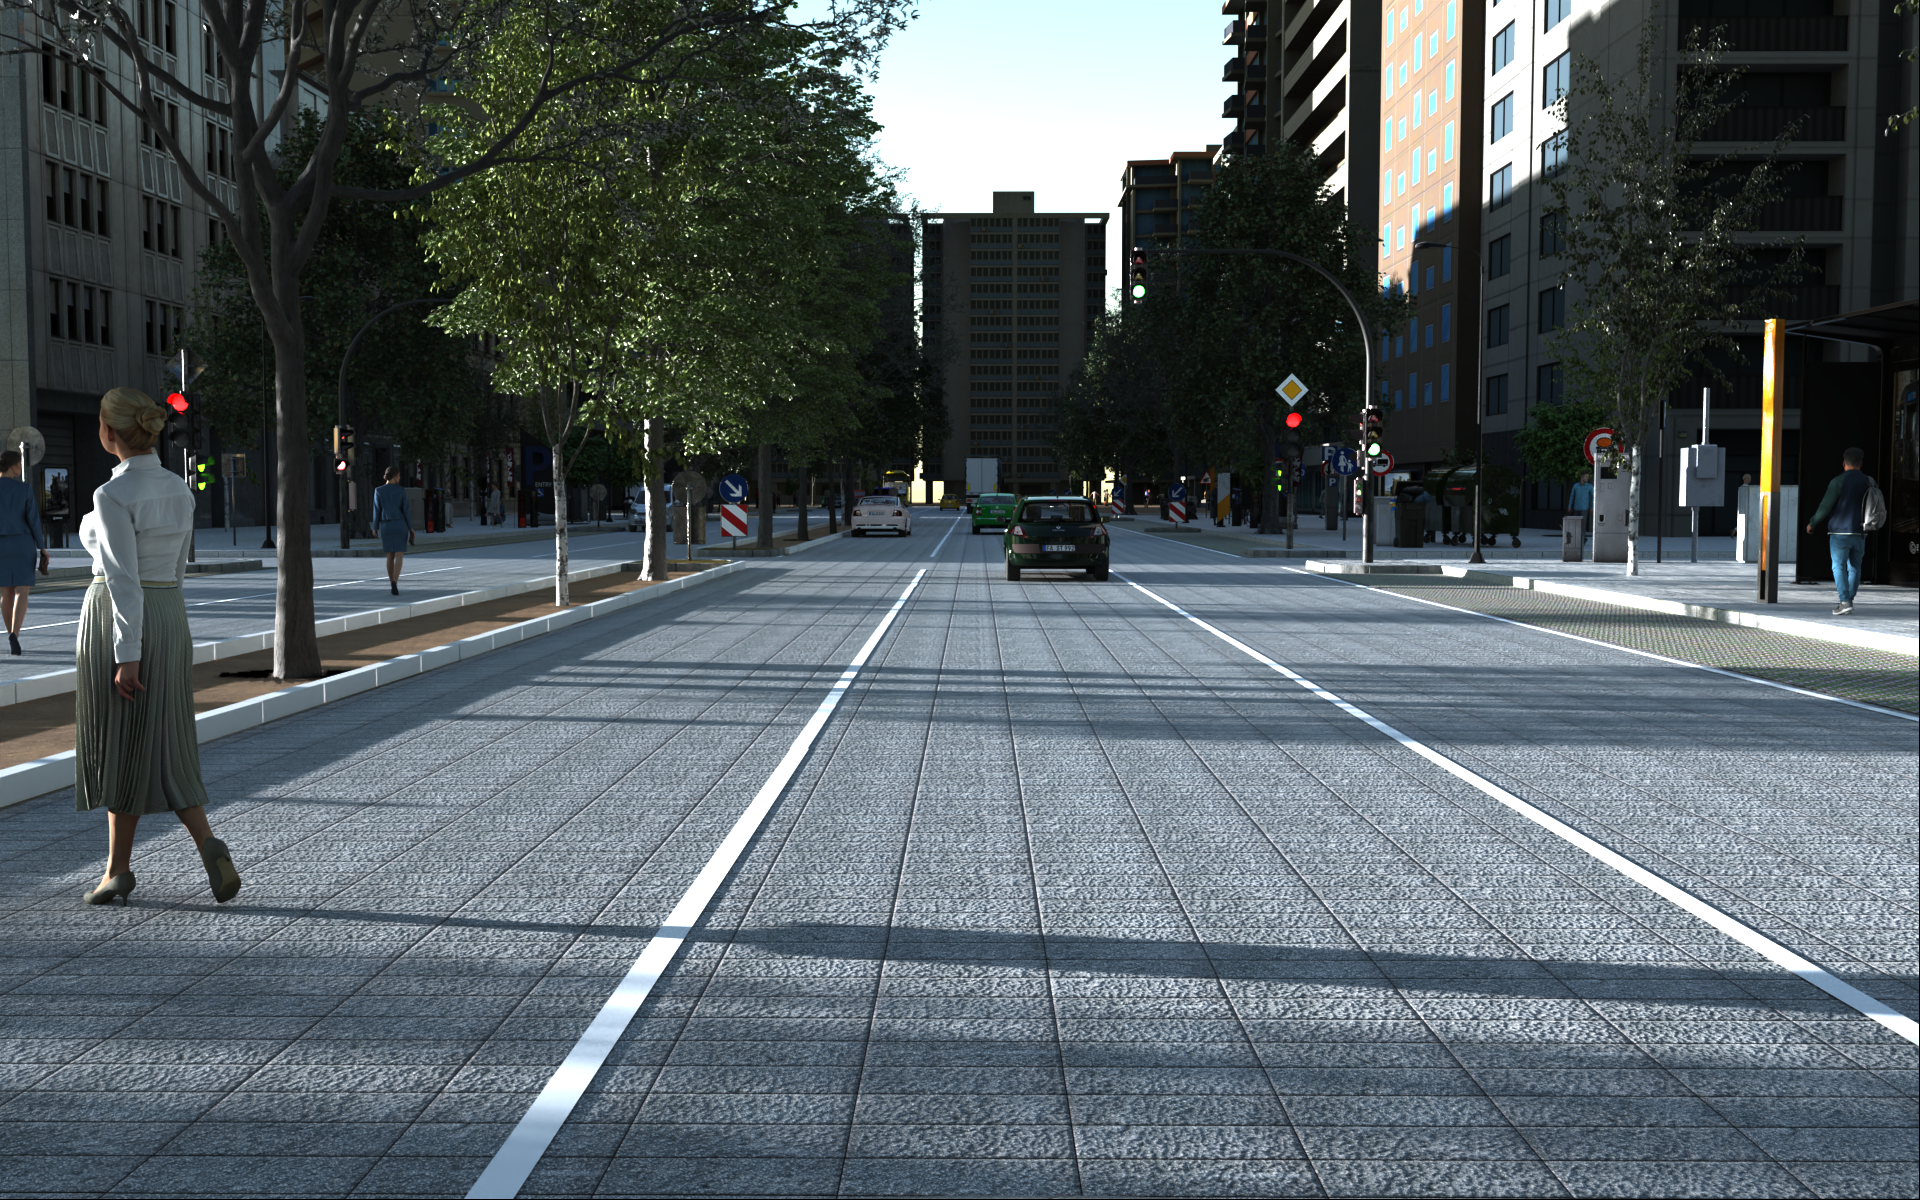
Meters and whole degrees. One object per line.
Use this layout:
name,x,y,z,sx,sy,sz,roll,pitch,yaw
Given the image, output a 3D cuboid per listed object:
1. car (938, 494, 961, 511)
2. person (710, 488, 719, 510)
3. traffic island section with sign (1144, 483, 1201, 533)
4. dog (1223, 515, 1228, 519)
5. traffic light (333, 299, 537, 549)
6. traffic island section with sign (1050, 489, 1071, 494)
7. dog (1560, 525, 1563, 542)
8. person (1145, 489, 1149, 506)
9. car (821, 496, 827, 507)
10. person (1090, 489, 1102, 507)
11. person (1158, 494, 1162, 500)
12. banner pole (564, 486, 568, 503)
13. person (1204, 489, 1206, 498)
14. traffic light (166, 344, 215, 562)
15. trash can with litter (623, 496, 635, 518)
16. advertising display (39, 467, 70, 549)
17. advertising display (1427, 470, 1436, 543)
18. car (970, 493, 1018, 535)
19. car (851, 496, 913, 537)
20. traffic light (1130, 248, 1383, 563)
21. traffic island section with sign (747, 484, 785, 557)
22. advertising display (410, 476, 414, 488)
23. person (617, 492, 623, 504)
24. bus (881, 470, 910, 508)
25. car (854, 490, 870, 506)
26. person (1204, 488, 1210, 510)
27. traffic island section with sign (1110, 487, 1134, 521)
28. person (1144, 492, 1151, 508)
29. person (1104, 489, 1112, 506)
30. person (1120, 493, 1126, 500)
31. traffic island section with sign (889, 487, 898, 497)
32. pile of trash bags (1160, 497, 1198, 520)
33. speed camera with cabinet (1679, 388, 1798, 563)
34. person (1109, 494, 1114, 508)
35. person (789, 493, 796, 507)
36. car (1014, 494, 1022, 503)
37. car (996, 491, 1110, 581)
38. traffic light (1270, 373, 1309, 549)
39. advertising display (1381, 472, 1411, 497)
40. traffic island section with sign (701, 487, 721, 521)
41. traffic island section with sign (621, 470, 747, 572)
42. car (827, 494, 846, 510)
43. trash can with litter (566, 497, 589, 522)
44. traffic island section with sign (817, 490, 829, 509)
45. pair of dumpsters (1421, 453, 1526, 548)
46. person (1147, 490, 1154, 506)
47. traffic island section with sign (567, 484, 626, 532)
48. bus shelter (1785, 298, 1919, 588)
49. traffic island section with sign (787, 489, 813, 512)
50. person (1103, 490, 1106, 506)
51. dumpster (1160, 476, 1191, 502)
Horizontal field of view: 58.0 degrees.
car,-0.899,-8.558,150.143,2.015,1.641,3.980,0,4,-1
person,-20.588,-8.413,143.684,1.350,1.814,0.705,3,4,37
traffic island section with sign,7.948,-3.447,64.988,1.989,1.847,2.006,0,4,1
dog,13.423,-4.562,88.961,0.800,0.831,0.513,2,4,30
traffic light,-12.297,-4.025,40.479,4.771,5.953,1.251,0,4,1
traffic island section with sign,8.661,-8.166,142.140,1.989,1.847,2.006,0,4,1
dog,15.650,-1.682,44.335,0.406,0.507,0.540,3,5,44
person,19.761,-10.754,181.745,0.599,1.838,0.709,0,4,-4
car,-13.088,-10.244,176.284,1.959,1.807,4.718,0,4,0
person,13.368,-10.097,171.127,1.348,1.824,0.705,2,4,35
person,20.419,-10.245,174.261,1.217,1.735,0.721,-1,4,-11
banner pole,-19.231,-5.745,83.954,0.401,3.779,0.863,3,5,41
person,27.152,-11.305,190.972,0.705,1.812,1.348,0,4,2
traffic light,-14.463,-2.664,32.479,0.839,4.253,0.868,0,4,1
trash can with litter,-17.573,-4.935,92.082,0.624,1.170,1.055,-1,4,-11
advertising display,-21.440,-2.191,41.043,0.123,1.923,0.974,0,4,5
advertising display,12.586,-2.505,46.168,0.123,1.923,0.974,0,4,6
car,1.344,-3.294,62.649,1.959,1.807,4.718,0,4,1
car,-2.665,-2.853,59.005,2.083,1.381,4.827,0,4,1
traffic light,5.504,-3.517,32.170,4.771,5.953,1.251,0,4,1
traffic island section with sign,-5.147,-1.959,40.169,2.006,1.907,1.989,0,4,1
advertising display,-19.574,-3.466,61.884,0.123,1.923,0.974,-1,4,-16
person,-24.785,-7.392,127.612,0.721,1.735,1.217,2,4,34
bus,-6.711,-11.746,183.594,2.896,3.916,12.252,0,4,0
car,-10.297,-10.438,179.341,2.281,1.827,5.304,0,4,-1
person,20.122,-8.124,139.406,0.750,1.759,0.617,-2,4,-29
traffic island section with sign,8.189,-5.096,91.942,1.989,1.847,2.006,0,4,1
person,17.825,-9.488,164.360,0.628,1.438,0.799,3,4,38
person,15.610,-10.856,183.537,0.705,1.824,1.348,-2,4,-27
person,15.688,-9.888,167.790,1.350,1.814,0.705,-2,4,-29
traffic island section with sign,-4.463,-6.555,115.305,2.006,1.907,1.989,0,4,1
pile of trash bags,11.175,-4.815,88.480,1.912,1.369,3.447,0,4,6
speed camera with cabinet,14.621,-2.330,32.438,2.038,3.252,0.660,1,4,8
person,14.165,-9.357,159.557,1.217,1.766,0.721,-3,5,-42
person,-17.082,-10.504,178.458,1.217,1.739,0.721,3,4,37
car,5.381,-9.834,171.017,2.015,1.641,3.980,0,4,-1
car,1.632,-1.233,29.950,2.009,1.686,4.222,0,4,1
traffic light,7.671,-3.141,40.277,0.839,4.253,0.868,0,4,1
advertising display,12.618,-2.748,50.148,0.974,1.923,0.123,-2,4,-25
traffic island section with sign,-13.614,-5.166,93.095,1.989,1.847,2.006,0,4,1
traffic island section with sign,-5.225,-1.506,32.762,2.006,1.907,1.989,0,4,1
car,-10.737,-8.809,153.812,2.009,1.686,4.222,0,4,2
trash can with litter,-17.803,-4.172,79.264,1.678,1.210,2.233,-2,4,-24
traffic island section with sign,-12.914,-9.827,169.305,1.989,1.847,2.006,0,4,1
pair of dumpsters,12.727,-2.490,43.204,1.574,2.255,4.437,0,4,0
person,21.012,-11.334,191.906,0.990,1.755,0.434,0,4,-7
traffic island section with sign,-13.865,-3.518,66.141,1.989,1.847,2.006,0,4,1
bus shelter,12.348,-1.847,21.483,1.731,3.624,6.357,0,4,0
traffic island section with sign,-13.147,-8.179,142.350,1.989,1.847,2.006,0,4,1
person,16.054,-11.256,190.873,0.721,1.735,1.217,0,4,7
dumpster,11.911,-5.695,95.602,1.502,2.255,1.985,0,4,0
